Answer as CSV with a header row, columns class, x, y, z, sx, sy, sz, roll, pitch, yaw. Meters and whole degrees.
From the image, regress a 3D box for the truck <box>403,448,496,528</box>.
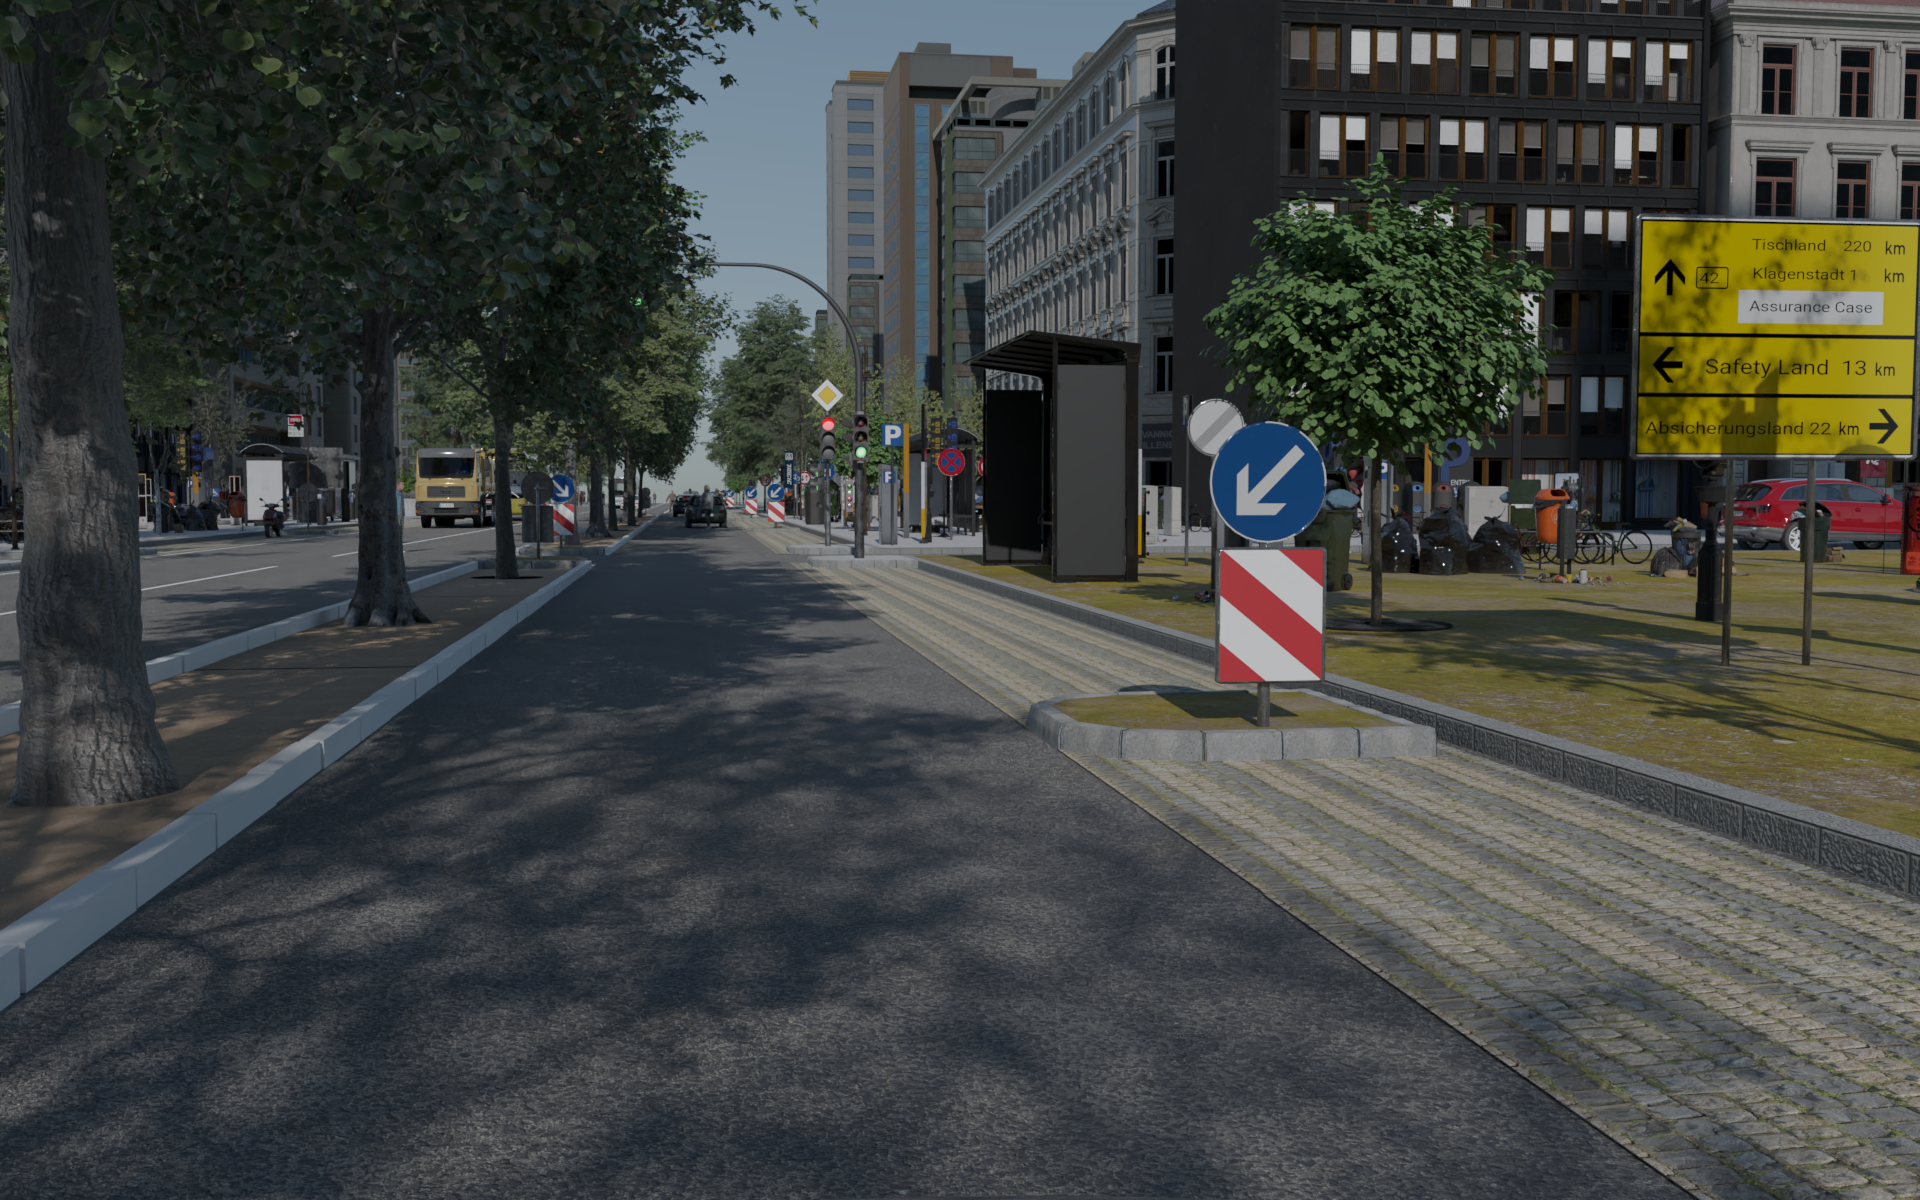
class,x,y,z,sx,sy,sz,roll,pitch,yaw
truck,-21.819,-4.849,75.201,3.469,3.379,9.791,-1,4,-10

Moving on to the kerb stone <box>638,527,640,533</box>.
class,x,y,z,sx,sy,sz,roll,pitch,yaw
kerb stone,-11.558,-2.419,61.740,0.120,0.150,1.000,-1,4,-9

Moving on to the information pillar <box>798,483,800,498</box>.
class,x,y,z,sx,sy,sz,roll,pitch,yaw
information pillar,-10.786,-6.876,116.912,0.304,2.012,0.304,-1,4,-16

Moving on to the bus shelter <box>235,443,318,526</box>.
class,x,y,z,sx,sy,sz,roll,pitch,yaw
bus shelter,-28.272,-4.766,71.853,2.014,3.302,5.546,-1,4,-9

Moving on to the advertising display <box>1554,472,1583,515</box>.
class,x,y,z,sx,sy,sz,roll,pitch,yaw
advertising display,17.610,-2.751,50.192,0.123,1.923,0.974,-2,4,-26

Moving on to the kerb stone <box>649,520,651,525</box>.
class,x,y,z,sx,sy,sz,roll,pitch,yaw
kerb stone,-13.910,-3.349,76.947,0.120,0.150,1.000,-1,4,-9

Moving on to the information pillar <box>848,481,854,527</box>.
class,x,y,z,sx,sy,sz,roll,pitch,yaw
information pillar,-4.081,-4.639,67.204,0.183,3.616,0.504,1,4,11

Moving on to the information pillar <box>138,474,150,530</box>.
class,x,y,z,sx,sy,sz,roll,pitch,yaw
information pillar,-29.656,-3.560,62.694,0.304,2.012,0.304,3,5,44

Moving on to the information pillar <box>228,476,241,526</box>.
class,x,y,z,sx,sy,sz,roll,pitch,yaw
information pillar,-29.482,-4.035,70.469,0.304,2.012,0.304,2,4,30

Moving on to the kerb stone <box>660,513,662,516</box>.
class,x,y,z,sx,sy,sz,roll,pitch,yaw
kerb stone,-17.998,-4.958,103.265,0.120,0.150,1.000,-1,4,-9

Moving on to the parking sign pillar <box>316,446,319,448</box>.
class,x,y,z,sx,sy,sz,roll,pitch,yaw
parking sign pillar,-35.905,-6.630,96.867,1.447,3.967,1.447,-2,4,-35

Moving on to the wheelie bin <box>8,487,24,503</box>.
class,x,y,z,sx,sy,sz,roll,pitch,yaw
wheelie bin,-40.337,-4.053,74.178,0.693,1.594,0.980,-1,4,-19

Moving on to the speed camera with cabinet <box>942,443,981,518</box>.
class,x,y,z,sx,sy,sz,roll,pitch,yaw
speed camera with cabinet,-0.164,-4.507,68.029,2.038,3.252,0.660,-2,4,-27

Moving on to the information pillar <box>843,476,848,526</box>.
class,x,y,z,sx,sy,sz,roll,pitch,yaw
information pillar,-4.501,-4.720,68.530,0.183,3.616,0.504,-1,4,-10

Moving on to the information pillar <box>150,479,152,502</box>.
class,x,y,z,sx,sy,sz,roll,pitch,yaw
information pillar,-39.256,-4.842,83.661,0.304,2.012,0.304,-3,5,-43

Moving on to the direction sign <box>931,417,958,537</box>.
class,x,y,z,sx,sy,sz,roll,pitch,yaw
direction sign,-0.472,-3.632,51.381,0.876,3.537,0.379,2,4,25

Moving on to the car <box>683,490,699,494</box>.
class,x,y,z,sx,sy,sz,roll,pitch,yaw
car,-28.291,-10.607,182.104,2.281,1.827,5.304,-1,4,-9

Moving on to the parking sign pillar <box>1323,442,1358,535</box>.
class,x,y,z,sx,sy,sz,roll,pitch,yaw
parking sign pillar,11.780,-4.031,54.378,1.447,3.967,1.447,0,4,-3

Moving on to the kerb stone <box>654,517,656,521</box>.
class,x,y,z,sx,sy,sz,roll,pitch,yaw
kerb stone,-15.490,-3.967,87.058,0.120,0.150,1.000,-1,4,-9

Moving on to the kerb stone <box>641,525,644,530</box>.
class,x,y,z,sx,sy,sz,roll,pitch,yaw
kerb stone,-12.183,-2.663,65.797,0.120,0.150,1.000,-1,4,-9

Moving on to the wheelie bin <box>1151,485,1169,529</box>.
class,x,y,z,sx,sy,sz,roll,pitch,yaw
wheelie bin,7.281,-3.366,62.934,0.980,1.594,0.693,0,4,6

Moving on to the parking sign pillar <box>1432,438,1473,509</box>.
class,x,y,z,sx,sy,sz,roll,pitch,yaw
parking sign pillar,16.653,-4.285,58.524,1.447,3.967,1.447,-1,4,-13

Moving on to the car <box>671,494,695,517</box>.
class,x,y,z,sx,sy,sz,roll,pitch,yaw
car,-17.196,-6.074,109.103,2.009,1.686,4.222,0,4,-8

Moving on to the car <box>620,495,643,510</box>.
class,x,y,z,sx,sy,sz,roll,pitch,yaw
car,-29.211,-8.681,154.290,2.083,1.381,4.827,0,4,-7

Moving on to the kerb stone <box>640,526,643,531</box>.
class,x,y,z,sx,sy,sz,roll,pitch,yaw
kerb stone,-12.029,-2.603,64.784,0.120,0.150,1.000,-1,4,-9

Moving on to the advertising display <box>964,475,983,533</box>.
class,x,y,z,sx,sy,sz,roll,pitch,yaw
advertising display,0.481,-3.206,57.639,0.974,1.923,0.123,3,5,42

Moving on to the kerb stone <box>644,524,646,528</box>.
class,x,y,z,sx,sy,sz,roll,pitch,yaw
kerb stone,-12.652,-2.844,68.850,0.120,0.150,1.000,-1,4,-9

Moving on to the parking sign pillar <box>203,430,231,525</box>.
class,x,y,z,sx,sy,sz,roll,pitch,yaw
parking sign pillar,-31.200,-5.124,72.244,1.447,3.967,1.447,-2,4,-30

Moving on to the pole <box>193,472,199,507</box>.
class,x,y,z,sx,sy,sz,roll,pitch,yaw
pole,-29.071,-4.405,65.863,0.158,3.312,0.155,0,3,0

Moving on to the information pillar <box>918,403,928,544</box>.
class,x,y,z,sx,sy,sz,roll,pitch,yaw
information pillar,-0.932,-3.277,44.941,0.183,3.616,0.504,0,4,6

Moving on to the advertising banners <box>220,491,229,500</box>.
class,x,y,z,sx,sy,sz,roll,pitch,yaw
advertising banners,-40.228,-6.006,94.385,0.090,3.025,2.074,3,5,41

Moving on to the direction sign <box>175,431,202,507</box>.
class,x,y,z,sx,sy,sz,roll,pitch,yaw
direction sign,-27.713,-4.300,62.301,0.876,3.537,0.379,0,4,-7

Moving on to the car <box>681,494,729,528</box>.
class,x,y,z,sx,sy,sz,roll,pitch,yaw
car,-10.885,-3.931,74.063,2.009,1.686,4.222,-1,4,-10

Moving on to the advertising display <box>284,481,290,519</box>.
class,x,y,z,sx,sy,sz,roll,pitch,yaw
advertising display,-34.895,-5.112,88.796,0.974,1.923,0.123,-2,4,-27

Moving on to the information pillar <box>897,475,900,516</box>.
class,x,y,z,sx,sy,sz,roll,pitch,yaw
information pillar,-3.572,-6.602,99.296,0.183,3.616,0.504,-1,4,-20

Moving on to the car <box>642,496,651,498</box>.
class,x,y,z,sx,sy,sz,roll,pitch,yaw
car,-36.828,-11.695,200.259,2.155,1.783,4.494,0,4,-8

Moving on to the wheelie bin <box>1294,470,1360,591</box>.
class,x,y,z,sx,sy,sz,roll,pitch,yaw
wheelie bin,4.838,-0.924,23.015,0.980,1.594,0.693,3,4,37

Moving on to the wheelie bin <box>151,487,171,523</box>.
class,x,y,z,sx,sy,sz,roll,pitch,yaw
wheelie bin,-33.923,-4.016,73.577,0.693,1.594,0.980,-1,4,-14

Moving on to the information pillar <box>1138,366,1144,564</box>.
class,x,y,z,sx,sy,sz,roll,pitch,yaw
information pillar,3.177,-2.489,32.044,0.183,3.616,0.504,-3,5,-40

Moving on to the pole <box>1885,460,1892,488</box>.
class,x,y,z,sx,sy,sz,roll,pitch,yaw
pole,28.712,-3.653,53.574,0.158,3.312,0.155,0,3,0

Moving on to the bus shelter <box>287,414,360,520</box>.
class,x,y,z,sx,sy,sz,roll,pitch,yaw
bus shelter,-33.067,-6.863,89.835,2.179,5.291,8.768,-1,4,-9

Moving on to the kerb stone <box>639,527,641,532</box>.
class,x,y,z,sx,sy,sz,roll,pitch,yaw
kerb stone,-11.714,-2.480,62.754,0.120,0.150,1.000,-1,4,-9

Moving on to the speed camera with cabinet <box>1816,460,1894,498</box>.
class,x,y,z,sx,sy,sz,roll,pitch,yaw
speed camera with cabinet,24.612,-3.269,47.779,0.660,3.252,2.038,-2,4,-34

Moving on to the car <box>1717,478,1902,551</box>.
class,x,y,z,sx,sy,sz,roll,pitch,yaw
car,21.246,-2.051,42.208,5.304,1.827,2.281,-1,4,-9

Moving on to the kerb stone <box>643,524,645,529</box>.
class,x,y,z,sx,sy,sz,roll,pitch,yaw
kerb stone,-12.500,-2.788,67.839,0.120,0.150,1.000,-1,4,-9

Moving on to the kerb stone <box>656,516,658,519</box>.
class,x,y,z,sx,sy,sz,roll,pitch,yaw
kerb stone,-16.116,-4.212,91.115,0.120,0.150,1.000,-1,4,-9

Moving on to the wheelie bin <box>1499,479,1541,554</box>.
class,x,y,z,sx,sy,sz,roll,pitch,yaw
wheelie bin,12.028,-1.780,37.014,0.980,1.594,0.693,1,4,15

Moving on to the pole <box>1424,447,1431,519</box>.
class,x,y,z,sx,sy,sz,roll,pitch,yaw
pole,14.542,-3.670,53.840,0.158,3.312,0.155,0,3,0

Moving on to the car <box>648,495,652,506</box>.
class,x,y,z,sx,sy,sz,roll,pitch,yaw
car,-38.713,-12.256,212.386,2.014,1.417,4.499,-1,4,-10

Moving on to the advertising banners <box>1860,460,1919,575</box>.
class,x,y,z,sx,sy,sz,roll,pitch,yaw
advertising banners,15.119,-1.897,27.209,2.074,3.025,0.090,3,5,43

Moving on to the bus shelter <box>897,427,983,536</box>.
class,x,y,z,sx,sy,sz,roll,pitch,yaw
bus shelter,-0.668,-3.717,54.704,2.014,3.302,5.546,-1,4,-9

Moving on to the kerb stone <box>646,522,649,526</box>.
class,x,y,z,sx,sy,sz,roll,pitch,yaw
kerb stone,-13.280,-3.099,72.895,0.120,0.150,1.000,-1,4,-9

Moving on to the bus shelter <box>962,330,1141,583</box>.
class,x,y,z,sx,sy,sz,roll,pitch,yaw
bus shelter,1.367,-2.247,28.014,1.731,3.624,6.357,-1,4,-9

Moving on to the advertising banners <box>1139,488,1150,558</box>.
class,x,y,z,sx,sy,sz,roll,pitch,yaw
advertising banners,3.058,-2.315,34.039,0.090,3.025,2.074,3,5,45

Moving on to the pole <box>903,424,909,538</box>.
class,x,y,z,sx,sy,sz,roll,pitch,yaw
pole,-1.557,-3.444,50.145,0.158,3.312,0.155,0,3,0

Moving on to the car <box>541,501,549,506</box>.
class,x,y,z,sx,sy,sz,roll,pitch,yaw
car,-29.711,-6.841,120.895,2.155,1.783,4.494,-1,4,-8

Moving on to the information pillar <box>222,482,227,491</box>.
class,x,y,z,sx,sy,sz,roll,pitch,yaw
information pillar,-46.237,-6.396,109.061,0.304,2.012,0.304,2,4,25
